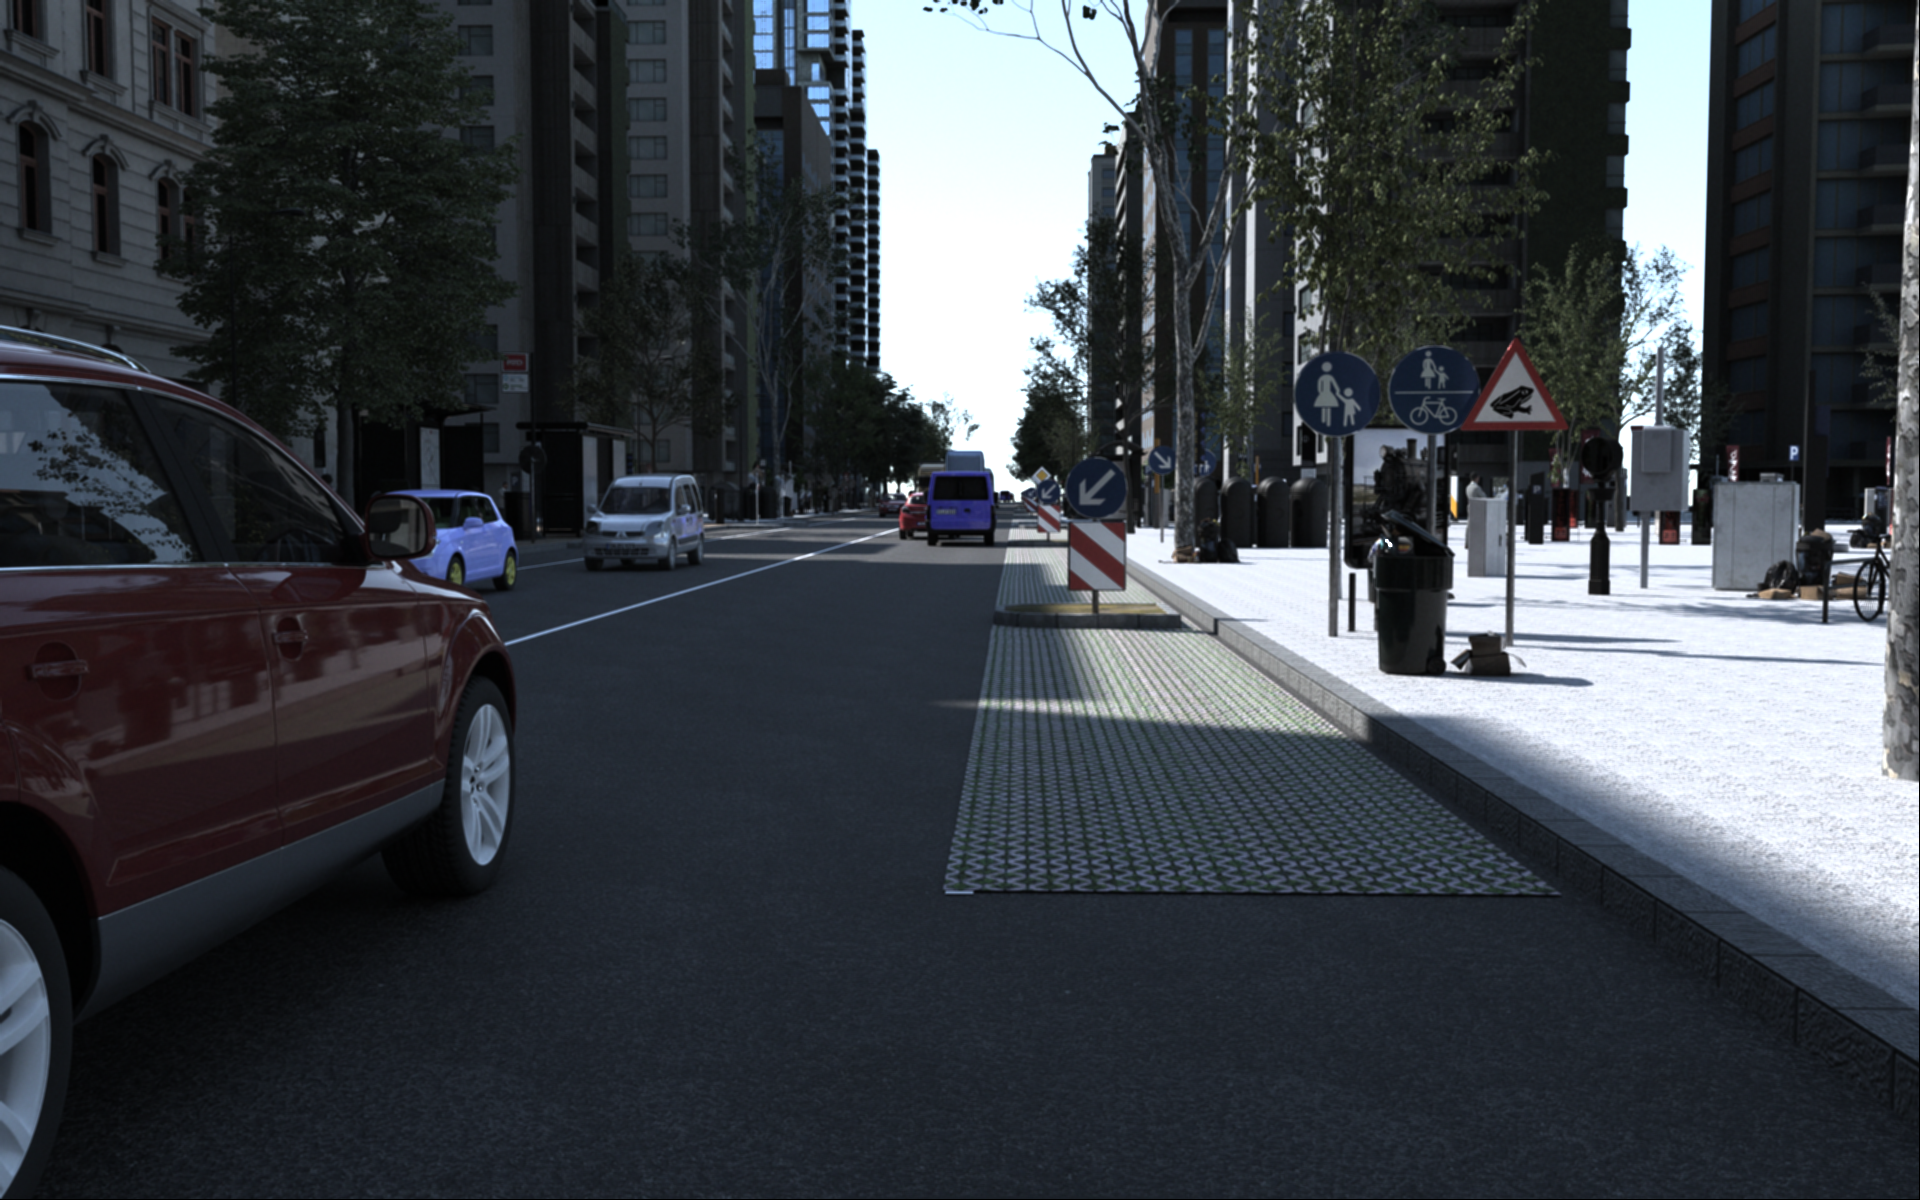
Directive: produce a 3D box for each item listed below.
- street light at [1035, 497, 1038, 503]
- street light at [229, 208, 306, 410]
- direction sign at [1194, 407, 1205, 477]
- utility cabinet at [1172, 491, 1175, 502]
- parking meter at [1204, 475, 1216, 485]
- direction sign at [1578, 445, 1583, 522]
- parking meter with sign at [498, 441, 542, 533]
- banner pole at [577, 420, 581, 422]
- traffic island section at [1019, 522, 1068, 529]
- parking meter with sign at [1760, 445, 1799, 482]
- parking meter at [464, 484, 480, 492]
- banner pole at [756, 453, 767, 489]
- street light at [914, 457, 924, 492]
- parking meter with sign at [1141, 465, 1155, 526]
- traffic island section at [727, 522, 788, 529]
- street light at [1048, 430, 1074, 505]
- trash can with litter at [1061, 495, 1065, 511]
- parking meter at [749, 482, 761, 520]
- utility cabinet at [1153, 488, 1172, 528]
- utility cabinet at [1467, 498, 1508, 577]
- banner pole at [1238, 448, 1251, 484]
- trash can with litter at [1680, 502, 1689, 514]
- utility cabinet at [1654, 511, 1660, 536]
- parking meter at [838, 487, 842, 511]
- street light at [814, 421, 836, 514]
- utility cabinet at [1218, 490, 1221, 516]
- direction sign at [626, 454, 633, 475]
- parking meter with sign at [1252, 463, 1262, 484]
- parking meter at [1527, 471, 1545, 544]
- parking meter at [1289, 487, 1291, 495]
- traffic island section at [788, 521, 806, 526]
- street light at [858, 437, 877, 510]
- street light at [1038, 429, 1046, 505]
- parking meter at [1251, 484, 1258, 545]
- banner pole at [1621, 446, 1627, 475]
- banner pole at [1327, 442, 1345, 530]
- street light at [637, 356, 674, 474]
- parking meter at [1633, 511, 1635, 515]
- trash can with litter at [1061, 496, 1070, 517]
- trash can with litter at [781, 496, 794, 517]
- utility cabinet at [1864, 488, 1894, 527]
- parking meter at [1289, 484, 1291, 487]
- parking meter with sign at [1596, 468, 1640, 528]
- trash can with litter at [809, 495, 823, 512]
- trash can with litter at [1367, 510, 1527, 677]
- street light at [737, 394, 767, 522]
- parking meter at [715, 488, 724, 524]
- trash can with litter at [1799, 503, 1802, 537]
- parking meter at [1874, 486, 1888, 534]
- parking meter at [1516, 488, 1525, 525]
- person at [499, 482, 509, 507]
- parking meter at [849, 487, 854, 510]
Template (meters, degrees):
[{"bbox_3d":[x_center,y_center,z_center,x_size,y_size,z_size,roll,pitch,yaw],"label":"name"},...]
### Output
[{"bbox_3d":[7.651,-11.148,154.807,1.470,5.913,1.316,0,4,2],"label":"street light"},{"bbox_3d":[-11.319,-3.410,28.299,1.470,5.913,1.316,0,4,2],"label":"street light"},{"bbox_3d":[6.259,-3.273,45.504,0.379,3.537,0.876,2,4,29],"label":"direction sign"},{"bbox_3d":[13.802,-6.376,112.933,0.318,1.500,1.173,2,4,23],"label":"utility cabinet"},{"bbox_3d":[7.362,-2.783,51.216,0.255,1.863,0.399,-2,4,-27],"label":"parking meter"},{"bbox_3d":[28.877,-5.427,80.734,0.379,3.537,0.876,2,4,23],"label":"direction sign"},{"bbox_3d":[-14.345,-3.696,56.690,0.543,3.016,1.738,2,4,31],"label":"parking meter with sign"},{"bbox_3d":[-12.655,-4.199,58.663,0.863,3.779,0.401,-1,4,-14],"label":"banner pole"},{"bbox_3d":[3.440,-3.034,71.883,2.009,0.180,2.903,0,4,2],"label":"traffic island section"},{"bbox_3d":[29.393,-4.065,62.718,0.543,3.016,1.738,-2,4,-28],"label":"parking meter with sign"},{"bbox_3d":[-12.166,-2.129,43.220,0.372,1.533,0.369,0,3,0],"label":"parking meter"},{"bbox_3d":[-12.110,-7.051,105.301,0.863,3.779,0.401,-2,4,-35],"label":"banner pole"},{"bbox_3d":[-5.155,-14.965,217.223,1.470,5.913,1.316,0,4,2],"label":"street light"},{"bbox_3d":[7.800,-4.515,70.080,0.543,3.016,1.738,-1,4,-10],"label":"parking meter with sign"},{"bbox_3d":[-8.495,-3.058,72.282,2.009,0.180,2.903,0,4,2],"label":"traffic island section"},{"bbox_3d":[5.626,-7.442,94.220,1.470,5.913,1.316,0,4,2],"label":"street light"},{"bbox_3d":[8.316,-7.343,131.118,2.233,1.210,1.678,3,4,37],"label":"trash can with litter"},{"bbox_3d":[-10.111,-4.834,84.751,0.255,1.863,0.399,2,4,33],"label":"parking meter"},{"bbox_3d":[7.599,-3.470,65.418,0.318,1.500,1.173,-1,4,-9],"label":"utility cabinet"},{"bbox_3d":[8.261,-0.975,27.100,0.306,1.237,1.020,2,4,35],"label":"utility cabinet"},{"bbox_3d":[13.662,-5.676,82.813,0.863,3.779,0.401,2,4,33],"label":"banner pole"},{"bbox_3d":[45.251,-6.063,110.182,2.233,1.210,1.678,-1,4,-11],"label":"trash can with litter"},{"bbox_3d":[21.484,-2.711,53.006,0.318,1.500,1.173,1,4,15],"label":"utility cabinet"},{"bbox_3d":[-9.357,-7.866,134.320,0.255,1.863,0.399,3,4,37],"label":"parking meter"},{"bbox_3d":[-8.643,-8.456,110.792,1.470,5.913,1.316,0,4,2],"label":"street light"},{"bbox_3d":[15.085,-5.471,98.129,0.318,1.500,1.173,-2,4,-32],"label":"utility cabinet"},{"bbox_3d":[-18.827,-6.443,97.339,0.876,3.537,0.379,-1,4,-15],"label":"direction sign"},{"bbox_3d":[17.041,-6.165,97.066,0.543,3.016,1.738,-1,4,-20],"label":"parking meter with sign"},{"bbox_3d":[14.697,-2.355,44.217,0.399,1.863,0.255,1,4,14],"label":"parking meter"},{"bbox_3d":[11.356,-3.102,59.133,0.372,1.533,0.369,0,3,0],"label":"parking meter"},{"bbox_3d":[-8.230,-3.546,80.263,2.009,0.180,2.903,0,4,2],"label":"traffic island section"},{"bbox_3d":[-7.635,-10.309,141.085,1.470,5.913,1.316,0,4,2],"label":"street light"},{"bbox_3d":[6.569,-9.295,124.516,1.470,5.913,1.316,0,4,2],"label":"street light"},{"bbox_3d":[7.386,-2.183,44.102,0.372,1.533,0.369,0,3,0],"label":"parking meter"},{"bbox_3d":[34.770,-6.176,90.987,0.401,3.779,0.863,1,4,18],"label":"banner pole"},{"bbox_3d":[13.386,-4.397,61.904,0.863,3.779,0.401,0,4,7],"label":"banner pole"},{"bbox_3d":[-10.338,-5.263,58.593,1.470,5.913,1.316,0,4,2],"label":"street light"},{"bbox_3d":[40.572,-6.004,103.871,0.255,1.863,0.399,-1,4,-11],"label":"parking meter"},{"bbox_3d":[6.230,-5.217,96.685,1.055,1.170,0.624,-1,4,-15],"label":"trash can with litter"},{"bbox_3d":[-9.722,-5.248,97.197,0.624,1.170,1.055,1,4,14],"label":"trash can with litter"},{"bbox_3d":[35.844,-3.586,67.317,1.173,1.500,0.318,1,4,16],"label":"utility cabinet"},{"bbox_3d":[18.919,-5.759,99.877,0.255,1.863,0.399,0,4,7],"label":"parking meter"},{"bbox_3d":[25.247,-4.300,66.562,1.738,3.016,0.543,2,4,35],"label":"parking meter with sign"},{"bbox_3d":[-10.251,-7.022,125.868,1.678,1.210,2.233,-1,4,-9],"label":"trash can with litter"},{"bbox_3d":[3.482,-0.063,12.414,1.055,1.170,0.624,0,4,7],"label":"trash can with litter"},{"bbox_3d":[-9.655,-6.603,80.498,1.470,5.913,1.316,0,4,2],"label":"street light"},{"bbox_3d":[-10.155,-3.964,73.224,0.372,1.533,0.369,0,3,0],"label":"parking meter"},{"bbox_3d":[25.038,-2.445,51.364,0.624,1.170,1.055,0,4,-2],"label":"trash can with litter"},{"bbox_3d":[29.323,-2.858,55.140,0.372,1.533,0.369,0,3,0],"label":"parking meter"},{"bbox_3d":[22.919,-3.823,70.920,0.372,1.533,0.369,0,3,0],"label":"parking meter"},{"bbox_3d":[-18.880,-4.023,72.002,0.466,1.800,0.511,1,4,19],"label":"person"},{"bbox_3d":[-8.867,-8.297,141.361,0.255,1.863,0.399,3,5,41],"label":"parking meter"}]
